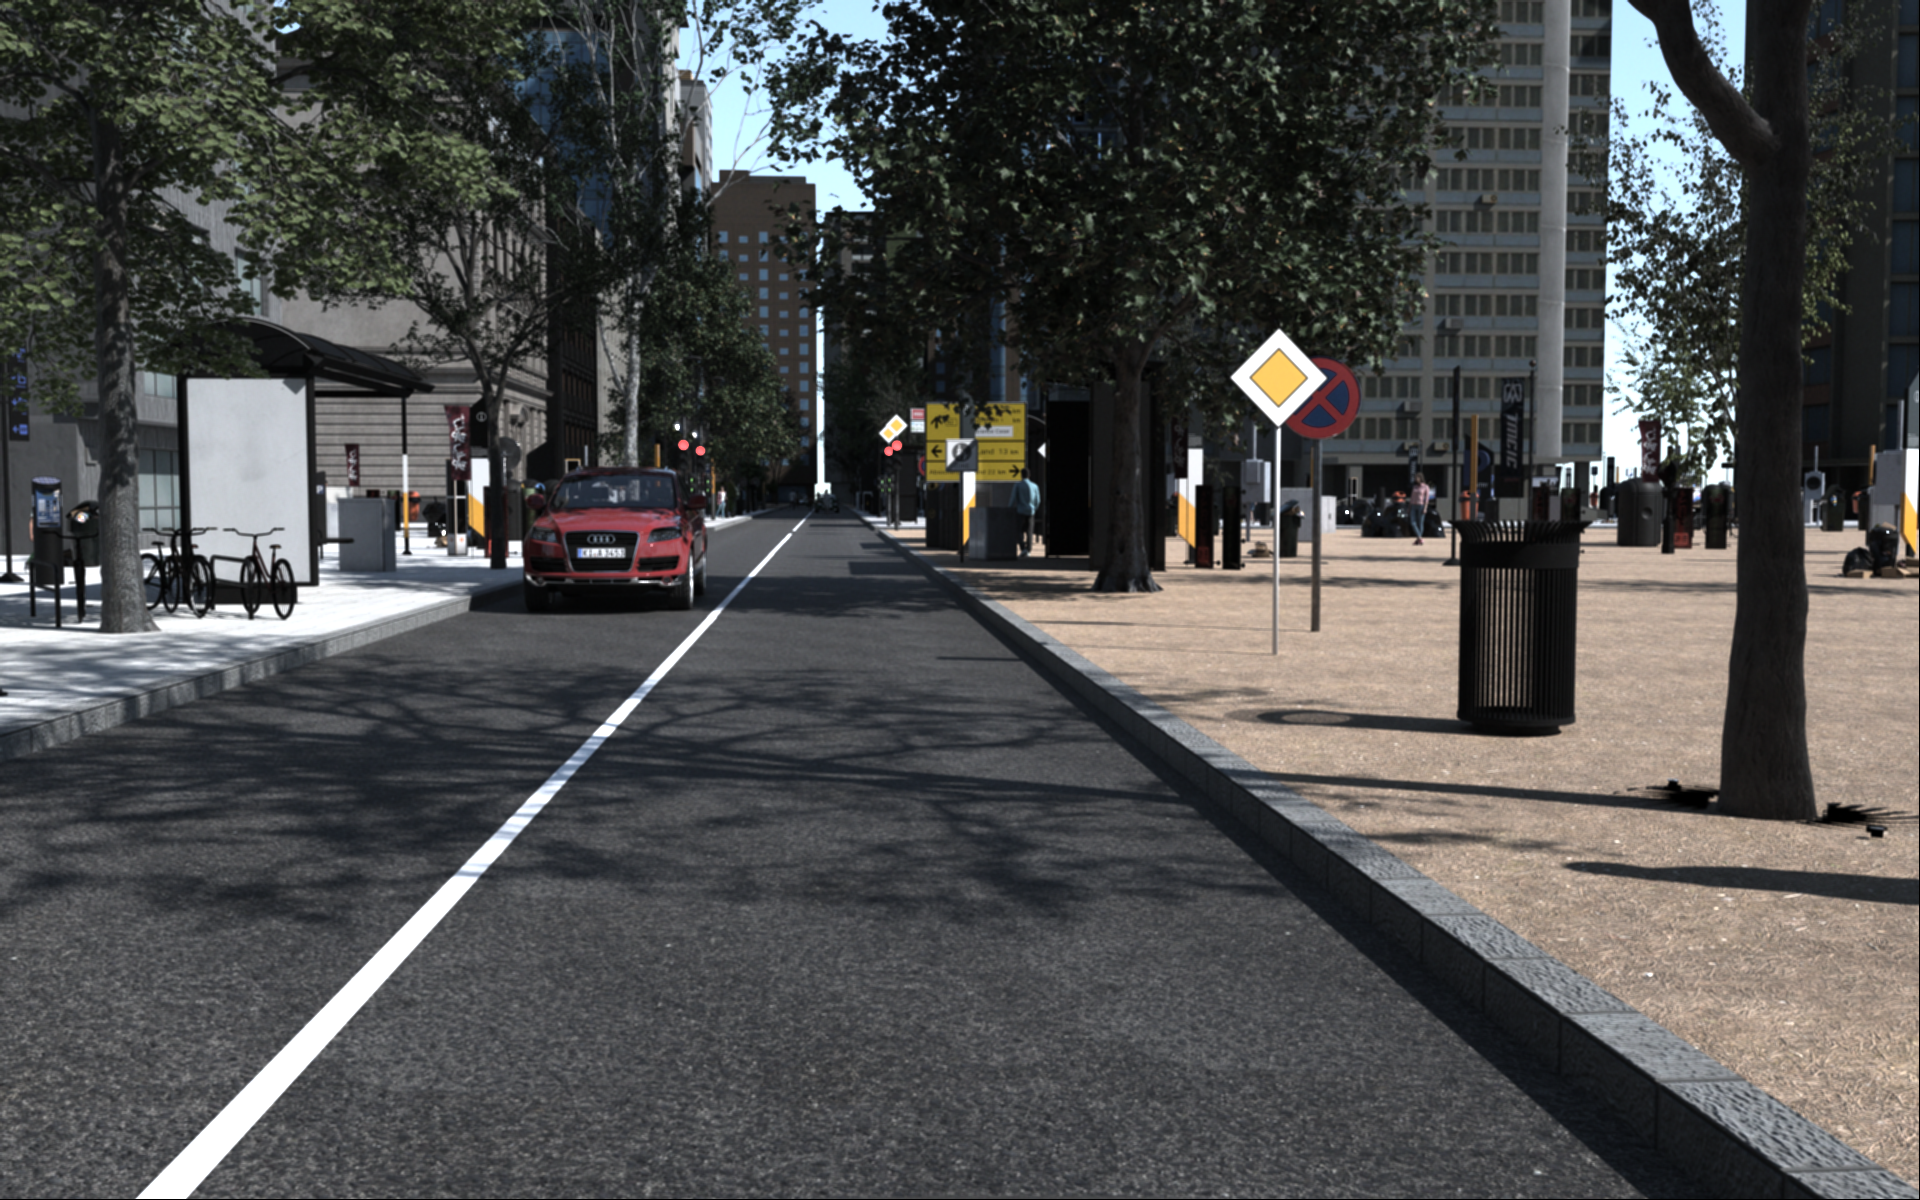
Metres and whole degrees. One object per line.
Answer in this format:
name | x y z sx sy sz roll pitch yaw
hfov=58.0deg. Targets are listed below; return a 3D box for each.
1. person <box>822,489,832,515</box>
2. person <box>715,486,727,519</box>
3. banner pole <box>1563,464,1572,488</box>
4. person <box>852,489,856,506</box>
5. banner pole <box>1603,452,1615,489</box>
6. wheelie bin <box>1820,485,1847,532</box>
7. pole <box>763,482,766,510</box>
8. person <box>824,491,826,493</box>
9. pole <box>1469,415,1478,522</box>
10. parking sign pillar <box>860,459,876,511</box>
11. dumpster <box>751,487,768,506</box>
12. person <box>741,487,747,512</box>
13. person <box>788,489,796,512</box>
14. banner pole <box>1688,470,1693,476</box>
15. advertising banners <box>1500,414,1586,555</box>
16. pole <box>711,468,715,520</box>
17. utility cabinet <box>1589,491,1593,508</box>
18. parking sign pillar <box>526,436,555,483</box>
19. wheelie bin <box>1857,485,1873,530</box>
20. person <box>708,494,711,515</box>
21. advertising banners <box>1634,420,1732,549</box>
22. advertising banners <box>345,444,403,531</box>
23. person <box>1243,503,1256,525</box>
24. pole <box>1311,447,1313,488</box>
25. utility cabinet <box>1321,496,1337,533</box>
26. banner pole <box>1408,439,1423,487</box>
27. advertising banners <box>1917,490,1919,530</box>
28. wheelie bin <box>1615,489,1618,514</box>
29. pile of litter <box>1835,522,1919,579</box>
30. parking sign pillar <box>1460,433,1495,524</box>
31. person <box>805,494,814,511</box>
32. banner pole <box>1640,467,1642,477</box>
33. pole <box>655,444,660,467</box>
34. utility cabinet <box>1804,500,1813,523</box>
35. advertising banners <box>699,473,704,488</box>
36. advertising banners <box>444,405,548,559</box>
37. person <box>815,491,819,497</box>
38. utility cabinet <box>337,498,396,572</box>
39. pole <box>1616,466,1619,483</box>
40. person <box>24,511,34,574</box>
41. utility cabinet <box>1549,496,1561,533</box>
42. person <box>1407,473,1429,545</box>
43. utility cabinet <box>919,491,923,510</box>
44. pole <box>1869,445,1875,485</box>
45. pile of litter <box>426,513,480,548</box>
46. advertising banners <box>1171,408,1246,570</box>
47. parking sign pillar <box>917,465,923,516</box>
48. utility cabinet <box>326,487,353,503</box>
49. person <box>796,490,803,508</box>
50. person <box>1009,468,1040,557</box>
person | -9.213 -6.803 120.076 0.694 1.780 0.624 0 4 1
person | -12.297 -5.037 89.242 0.563 1.720 0.643 -3 5 -40
banner pole | 50.390 -9.414 143.934 0.863 3.779 0.401 0 4 7
person | -11.208 -11.007 186.021 0.705 1.822 1.348 -3 5 -39
banner pole | 38.173 -6.854 102.084 0.863 3.779 0.401 3 5 42
wheelie bin | 29.960 -3.150 59.409 0.693 1.594 0.980 0 4 6
pole | -15.619 -8.821 138.074 0.158 3.312 0.155 0 3 0
person | -14.842 -11.213 192.358 0.721 1.766 1.217 0 4 4
pole | 13.241 -3.108 44.652 0.158 3.312 0.155 0 3 0
parking sign pillar | -6.916 -8.800 132.359 1.447 3.967 1.447 2 4 30
dumpster | -16.569 -8.560 142.446 1.502 2.255 1.985 0 4 -4
person | -15.845 -7.373 126.615 0.620 1.820 0.660 1 4 18
person | -13.665 -8.120 141.112 0.661 1.843 0.795 1 4 23
banner pole | 52.716 -8.261 125.091 0.863 3.779 0.401 -3 5 -40
advertising banners | 12.392 -2.493 36.955 0.090 3.025 2.074 -3 4 -38
pole | -12.192 -5.604 85.470 0.158 3.312 0.155 0 3 0
utility cabinet | 52.694 -8.325 144.788 0.318 1.500 1.173 3 5 44
parking sign pillar | -19.448 -5.619 80.337 1.447 3.967 1.447 -1 4 -17
wheelie bin | 32.074 -3.249 61.025 0.693 1.594 0.980 -3 5 -42
person | -15.527 -5.949 107.563 0.306 1.304 0.590 0 4 0
advertising banners | 16.961 -2.716 40.588 2.074 3.025 0.090 2 4 24
advertising banners | -20.280 -3.897 59.909 2.074 3.025 0.090 1 4 8
person | 12.110 -4.025 71.882 0.654 1.822 0.581 -3 4 -38
pole | 15.226 -4.950 74.776 0.158 3.312 0.155 0 3 0
utility cabinet | 11.871 -2.782 56.654 1.020 1.237 0.306 -3 4 -38
banner pole | 20.773 -5.433 78.841 0.863 3.779 0.401 3 5 44
advertising banners | 34.446 -4.064 62.630 2.074 3.025 0.090 2 4 26
wheelie bin | 43.314 -6.485 113.937 0.980 1.594 0.693 -1 4 -19
pile of litter | 14.377 -0.776 26.655 1.719 0.858 1.176 1 4 17
parking sign pillar | 22.676 -5.341 75.801 1.447 3.967 1.447 2 4 35
person | -12.770 -8.346 148.216 1.065 1.426 0.557 -2 4 -26
banner pole | 56.175 -9.343 142.782 0.401 3.779 0.863 3 5 42
pole | -12.368 -4.707 70.810 0.158 3.312 0.155 0 3 0
utility cabinet | 37.313 -3.975 76.157 0.306 1.237 1.020 2 4 31
advertising banners | -13.741 -5.549 86.917 2.074 3.025 0.090 0 4 7
advertising banners | -9.246 -2.348 34.581 2.074 3.025 0.090 -2 4 -33
person | -18.044 -12.936 220.142 1.348 1.807 0.705 2 4 34
utility cabinet | -9.839 -1.076 28.749 1.020 1.237 0.306 2 4 26
pole | 47.898 -8.096 126.206 0.158 3.312 0.155 0 3 0
person | -14.641 -1.057 27.575 0.590 1.304 0.306 1 4 18
utility cabinet | 17.845 -2.516 52.304 1.020 1.237 0.306 3 5 40
person | 11.522 -2.297 43.614 0.555 1.821 0.388 3 4 36
utility cabinet | -3.534 -8.009 139.626 1.173 1.500 0.318 3 5 39
pole | 37.987 -4.792 72.192 0.158 3.312 0.155 0 3 0
pile of litter | -12.195 -1.713 41.977 1.176 0.858 1.719 3 5 43
advertising banners | 4.258 -2.068 29.995 0.090 3.025 2.074 -2 4 -30
parking sign pillar | -2.949 -7.022 103.281 1.447 3.967 1.447 2 4 28
utility cabinet | -18.957 -2.680 52.503 0.318 1.500 1.173 2 4 27
person | -17.203 -10.694 183.351 1.348 1.824 0.705 -3 4 -36
person | 1.333 -1.809 35.640 0.660 1.820 0.620 -1 4 -22
